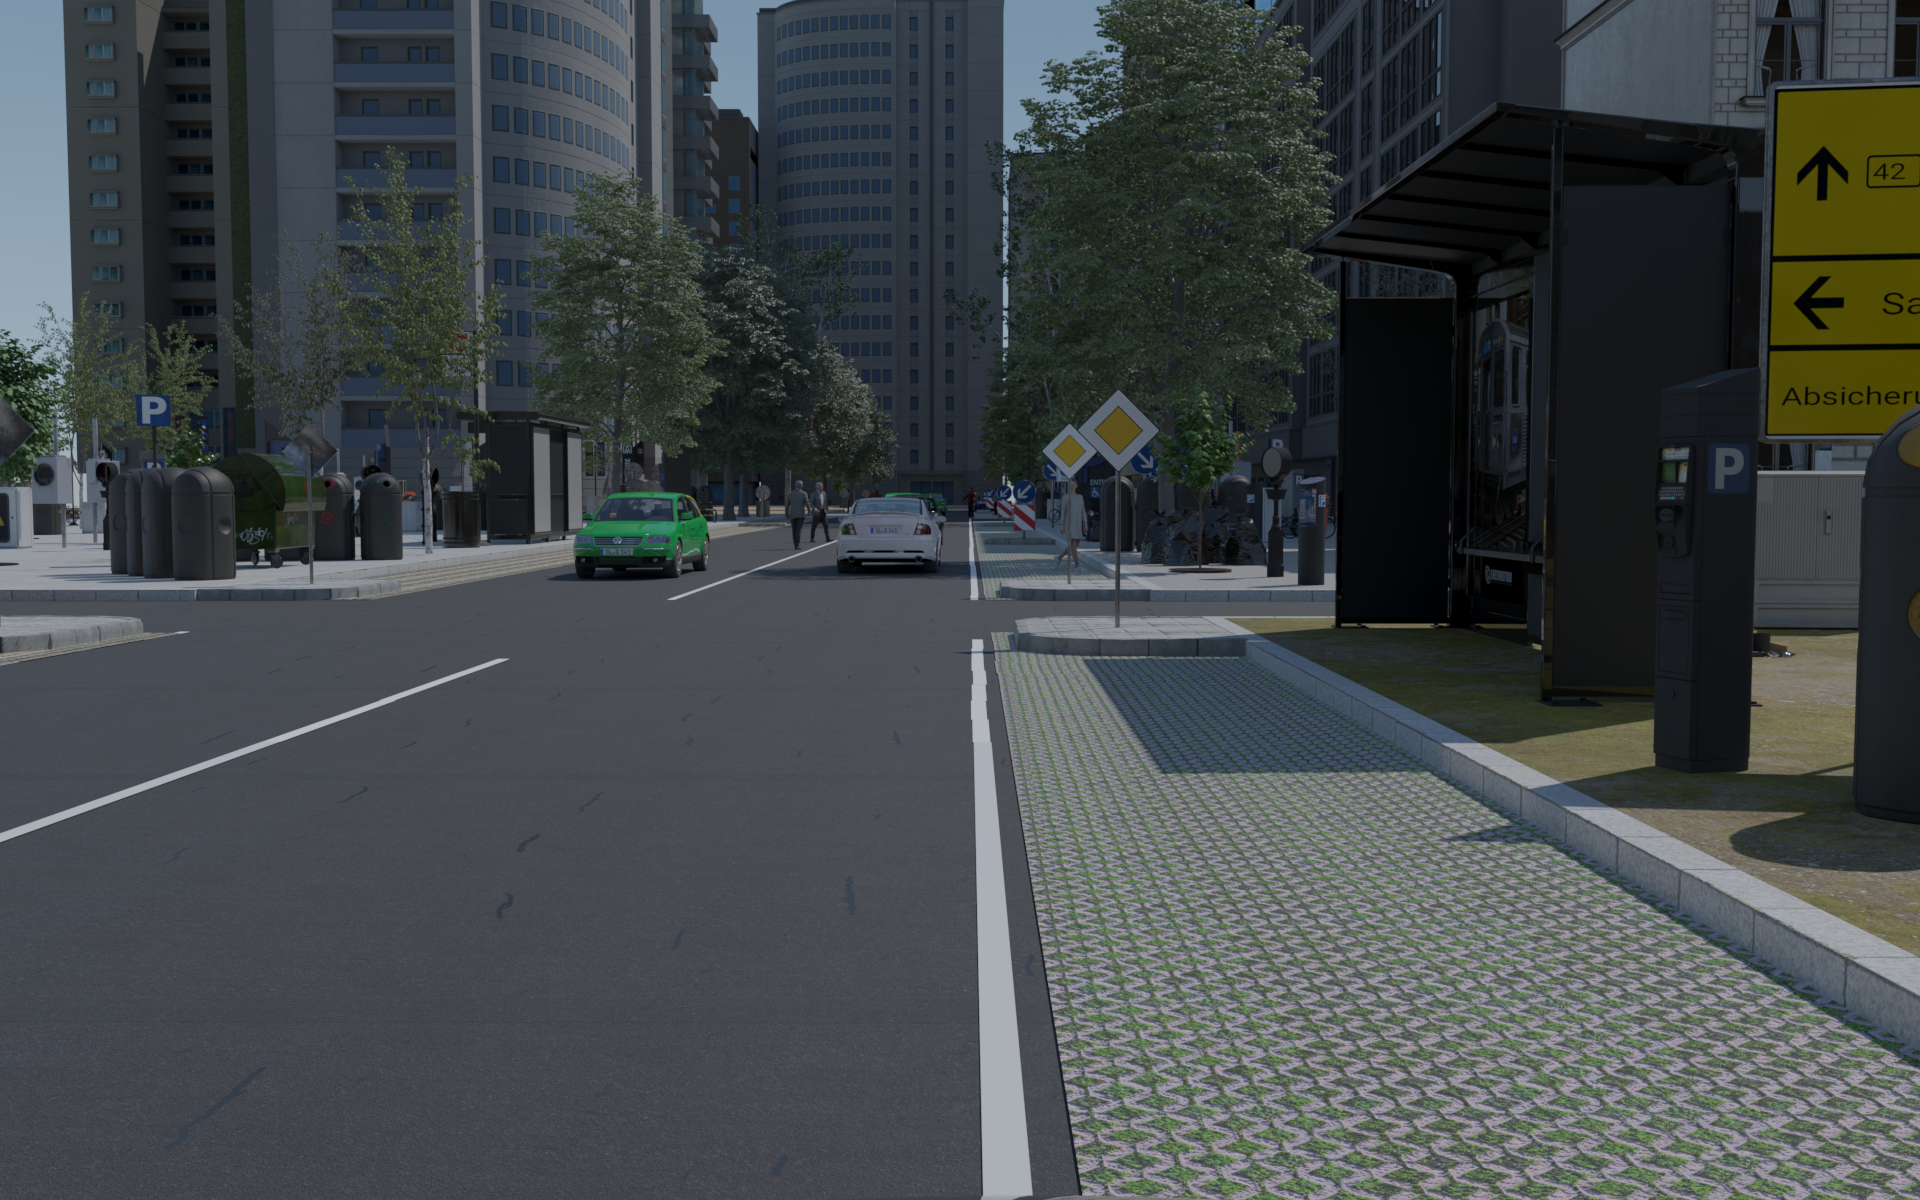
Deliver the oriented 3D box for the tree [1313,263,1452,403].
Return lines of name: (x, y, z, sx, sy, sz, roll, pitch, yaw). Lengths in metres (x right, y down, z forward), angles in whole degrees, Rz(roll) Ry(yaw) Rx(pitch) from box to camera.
tree: (11.609, -5.831, 45.697, 4.360, 8.622, 3.978, 0, 3, 0)

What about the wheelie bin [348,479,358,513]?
wheelie bin: (-13.303, -1.765, 36.772, 0.980, 1.594, 0.693, -2, 4, -25)

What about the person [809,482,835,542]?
person: (-4.112, -2.592, 51.277, 0.834, 1.777, 0.661, 3, 4, 37)

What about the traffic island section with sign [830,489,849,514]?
traffic island section with sign: (-8.425, -7.207, 126.459, 1.989, 1.847, 2.006, 0, 4, 0)

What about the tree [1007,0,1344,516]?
tree: (4.764, -7.224, 36.239, 7.486, 12.596, 7.792, 0, 3, 0)

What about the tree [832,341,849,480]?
tree: (-12.057, -11.555, 95.574, 9.857, 13.997, 8.962, 0, 3, 0)

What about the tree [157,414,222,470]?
tree: (-18.599, -2.896, 41.944, 1.663, 3.219, 1.824, 0, 3, 0)

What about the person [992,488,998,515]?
person: (2.394, -6.692, 117.901, 0.705, 1.826, 1.348, -1, 4, -10)

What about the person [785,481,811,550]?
person: (-4.184, -2.201, 44.887, 0.661, 1.777, 0.834, 0, 4, 5)

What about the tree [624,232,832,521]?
tree: (-11.293, -10.816, 83.504, 9.857, 13.997, 8.962, 0, 3, 0)

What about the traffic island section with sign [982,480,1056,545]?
traffic island section with sign: (1.703, -2.495, 49.426, 1.989, 1.847, 2.006, 0, 4, 0)

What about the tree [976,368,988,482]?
tree: (4.760, -11.657, 108.723, 7.486, 12.596, 7.792, 0, 3, 0)

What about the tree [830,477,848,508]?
tree: (-11.201, -10.211, 161.543, 1.663, 3.219, 1.824, 0, 3, 0)

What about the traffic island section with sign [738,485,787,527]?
traffic island section with sign: (-8.674, -4.145, 76.405, 1.989, 1.847, 2.006, 0, 4, 0)

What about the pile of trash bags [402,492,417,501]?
pile of trash bags: (-22.768, -4.069, 76.282, 3.447, 1.369, 1.912, -1, 4, -13)

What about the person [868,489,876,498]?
person: (-6.403, -7.401, 129.450, 1.348, 1.831, 0.705, 2, 4, 25)

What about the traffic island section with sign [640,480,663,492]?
traffic island section with sign: (-8.820, -2.488, 49.304, 1.989, 1.847, 2.006, 0, 4, 0)

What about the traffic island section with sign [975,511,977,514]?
traffic island section with sign: (2.093, -7.203, 126.397, 1.989, 1.847, 2.006, 0, 4, 0)

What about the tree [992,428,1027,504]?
tree: (5.193, -13.270, 167.331, 4.360, 8.622, 3.978, 0, 3, 0)

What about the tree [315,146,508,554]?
tree: (-11.413, -5.289, 36.842, 4.737, 8.622, 4.395, 0, 3, 0)

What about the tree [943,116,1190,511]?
tree: (5.552, -14.040, 85.439, 12.611, 20.169, 13.585, 0, 3, 0)

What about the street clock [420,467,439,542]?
street clock: (-14.177, -2.565, 46.500, 0.358, 2.002, 0.471, 0, 4, 8)

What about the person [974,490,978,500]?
person: (1.399, -9.458, 163.239, 1.348, 1.812, 0.705, 2, 4, 25)

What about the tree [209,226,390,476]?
tree: (-17.626, -5.905, 46.904, 4.360, 8.622, 3.978, 0, 3, 0)

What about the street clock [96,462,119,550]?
street clock: (-19.438, -2.138, 39.518, 0.471, 2.002, 0.358, 1, 4, 22)

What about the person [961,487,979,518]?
person: (0.620, -5.712, 101.853, 1.348, 1.831, 0.705, 3, 4, 39)

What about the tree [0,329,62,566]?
tree: (-17.642, -2.891, 30.988, 4.285, 4.588, 4.351, 0, 3, 0)

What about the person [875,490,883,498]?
person: (-4.717, -5.565, 100.965, 0.415, 1.643, 0.593, 3, 4, 36)

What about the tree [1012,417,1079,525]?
tree: (4.940, -5.418, 72.302, 4.285, 4.588, 4.351, 0, 3, 0)

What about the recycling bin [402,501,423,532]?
recycling bin: (-18.695, -2.851, 59.166, 0.722, 1.027, 0.722, 1, 4, 16)

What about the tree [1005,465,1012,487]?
tree: (5.387, -9.796, 143.884, 4.285, 4.588, 4.351, 0, 3, 0)

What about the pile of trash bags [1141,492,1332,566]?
pile of trash bags: (5.111, -1.350, 31.818, 3.447, 1.369, 1.912, 0, 4, -5)

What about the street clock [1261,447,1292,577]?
street clock: (4.881, -1.356, 26.746, 0.358, 2.002, 0.471, -2, 4, -32)

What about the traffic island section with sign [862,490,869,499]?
traffic island section with sign: (-8.295, -8.862, 153.527, 1.989, 1.847, 2.006, 0, 4, 0)

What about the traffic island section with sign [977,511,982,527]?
traffic island section with sign: (1.844, -4.144, 76.381, 1.989, 1.847, 2.006, 0, 4, 0)

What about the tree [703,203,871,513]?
tree: (-12.918, -15.884, 115.593, 12.611, 20.169, 13.585, 0, 3, 0)

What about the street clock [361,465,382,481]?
street clock: (-14.594, -2.350, 42.998, 0.471, 2.002, 0.358, -3, 4, -36)

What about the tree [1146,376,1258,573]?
tree: (3.832, -2.072, 28.483, 1.663, 3.219, 1.824, 0, 3, 0)

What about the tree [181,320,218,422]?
tree: (-33.315, -7.468, 72.465, 4.737, 8.622, 4.395, 0, 3, 0)

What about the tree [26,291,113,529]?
tree: (-32.241, -6.929, 63.644, 4.737, 8.622, 4.395, 0, 3, 0)

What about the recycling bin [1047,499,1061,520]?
recycling bin: (4.829, -4.551, 86.955, 0.722, 1.027, 0.722, 2, 4, 26)

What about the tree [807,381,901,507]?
tree: (-10.648, -15.633, 172.601, 9.611, 12.733, 9.660, 0, 3, 0)

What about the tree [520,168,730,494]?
tree: (-11.789, -8.740, 61.033, 7.486, 12.596, 7.792, 0, 3, 0)

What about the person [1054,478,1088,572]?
person: (2.035, -1.389, 31.958, 0.760, 1.731, 0.466, 2, 4, 32)

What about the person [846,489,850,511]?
person: (-8.901, -7.865, 137.100, 0.705, 1.823, 1.348, -1, 4, -9)

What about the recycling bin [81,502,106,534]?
recycling bin: (-28.184, -2.686, 56.469, 0.722, 1.027, 0.722, -1, 4, -17)

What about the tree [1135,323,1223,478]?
tree: (9.371, -7.498, 72.954, 4.360, 8.622, 3.978, 0, 3, 0)

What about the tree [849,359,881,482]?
tree: (-10.826, -14.190, 138.666, 9.857, 13.997, 8.962, 0, 3, 0)
